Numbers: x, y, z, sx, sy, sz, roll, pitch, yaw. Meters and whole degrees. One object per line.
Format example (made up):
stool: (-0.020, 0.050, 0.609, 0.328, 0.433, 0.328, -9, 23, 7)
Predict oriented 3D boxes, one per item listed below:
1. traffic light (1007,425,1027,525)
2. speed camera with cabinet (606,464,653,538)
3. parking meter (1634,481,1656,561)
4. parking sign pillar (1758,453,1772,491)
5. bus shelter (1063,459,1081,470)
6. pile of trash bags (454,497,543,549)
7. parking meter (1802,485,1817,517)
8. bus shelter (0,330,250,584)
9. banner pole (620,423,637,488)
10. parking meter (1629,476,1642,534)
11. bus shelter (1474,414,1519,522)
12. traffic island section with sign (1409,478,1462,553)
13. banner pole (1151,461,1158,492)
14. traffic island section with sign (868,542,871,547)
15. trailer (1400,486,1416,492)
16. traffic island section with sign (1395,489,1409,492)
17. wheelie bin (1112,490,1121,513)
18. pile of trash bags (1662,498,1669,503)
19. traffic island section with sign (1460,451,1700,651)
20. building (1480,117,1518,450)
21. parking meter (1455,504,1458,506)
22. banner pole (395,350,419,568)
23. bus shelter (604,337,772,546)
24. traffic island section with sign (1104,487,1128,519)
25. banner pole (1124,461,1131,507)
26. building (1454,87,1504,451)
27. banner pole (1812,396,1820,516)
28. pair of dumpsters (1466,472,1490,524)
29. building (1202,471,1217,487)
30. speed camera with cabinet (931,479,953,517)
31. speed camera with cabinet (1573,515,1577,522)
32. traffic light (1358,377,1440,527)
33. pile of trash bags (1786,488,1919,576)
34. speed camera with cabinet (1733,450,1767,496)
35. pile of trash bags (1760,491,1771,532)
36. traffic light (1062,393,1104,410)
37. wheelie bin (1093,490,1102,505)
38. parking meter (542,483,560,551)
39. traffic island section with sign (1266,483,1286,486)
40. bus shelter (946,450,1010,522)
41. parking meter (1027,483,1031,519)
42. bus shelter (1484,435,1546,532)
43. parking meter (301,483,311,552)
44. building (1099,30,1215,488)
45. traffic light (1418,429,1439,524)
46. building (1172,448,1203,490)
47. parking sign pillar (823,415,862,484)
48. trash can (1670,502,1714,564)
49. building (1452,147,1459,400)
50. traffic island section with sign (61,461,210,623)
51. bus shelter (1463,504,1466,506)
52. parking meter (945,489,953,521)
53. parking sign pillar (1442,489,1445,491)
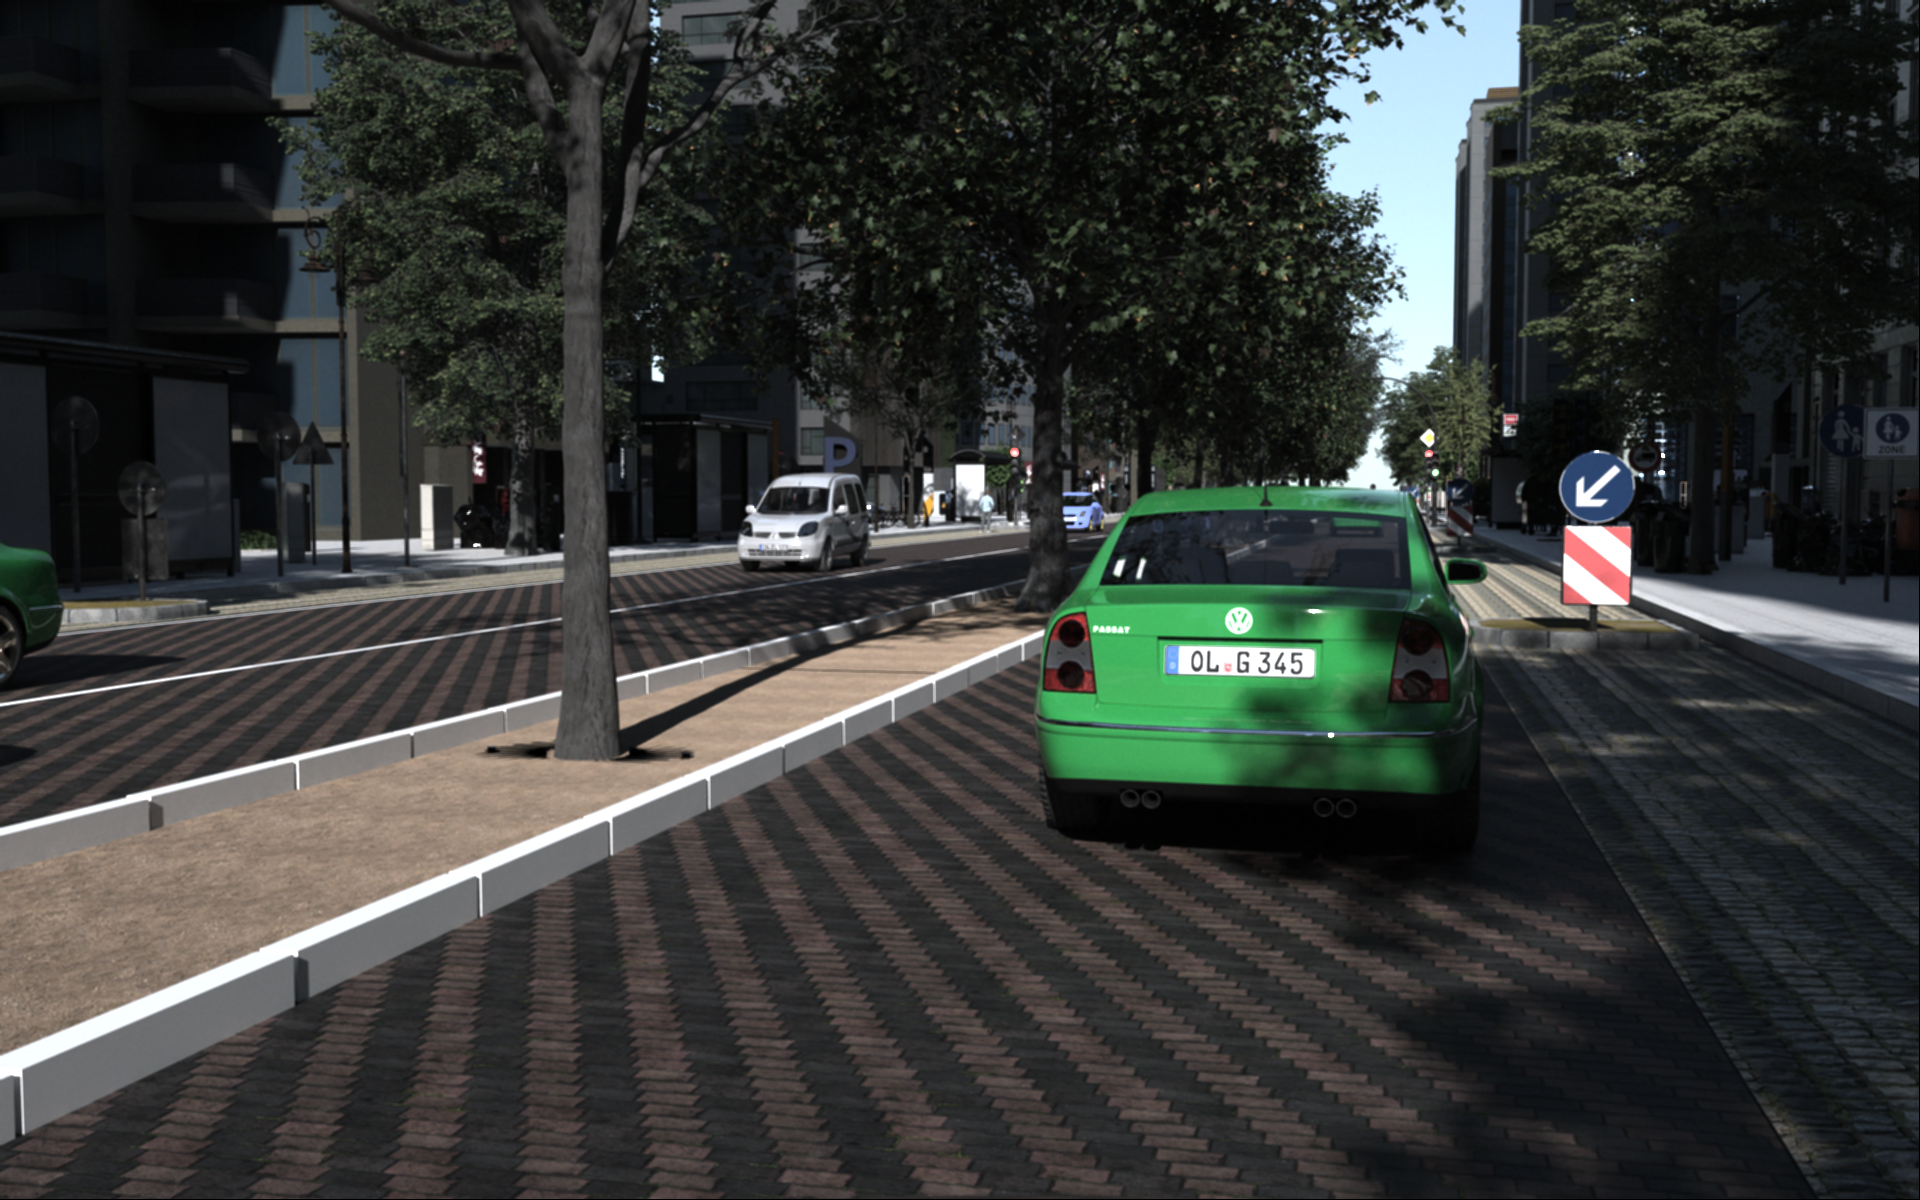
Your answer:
traffic light: (2.304, -5.002, 70.703, 0.839, 4.253, 0.868, 1, 4, 13)
speed camera with cabinet: (-9.956, -3.431, 50.427, 2.038, 3.252, 0.660, -2, 4, -33)
parking meter: (13.212, -1.529, 33.416, 0.372, 1.533, 0.369, 0, 3, 0)
parking sign pillar: (51.241, -7.423, 109.840, 1.447, 3.967, 1.447, -1, 4, -12)
bus shelter: (5.369, -6.335, 97.505, 2.014, 3.302, 5.546, 1, 4, 14)
pile of trash bags: (-11.484, -1.948, 41.601, 3.447, 1.369, 1.912, 2, 4, 25)
parking meter: (23.998, -2.479, 48.945, 0.372, 1.533, 0.369, 0, 3, 0)
bus shelter: (-13.061, -2.765, 22.846, 2.179, 5.291, 8.768, 1, 4, 13)
banner pole: (-10.751, -4.050, 56.235, 0.863, 3.779, 0.401, -2, 4, -29)
parking meter: (21.928, -3.091, 56.254, 0.255, 1.863, 0.399, 2, 4, 35)
bus shelter: (26.201, -6.524, 84.306, 2.179, 5.291, 8.768, 1, 4, 14)
traffic island section with sign: (12.275, -2.105, 43.041, 1.989, 1.847, 2.006, 1, 4, 13)
banner pole: (14.603, -8.563, 130.014, 0.401, 3.779, 0.863, -3, 5, -45)
traffic island section with sign: (-3.493, -2.336, 46.826, 1.989, 1.847, 2.006, 1, 4, 13)
trailer: (30.677, -6.836, 118.814, 1.471, 1.999, 3.904, 1, 4, 13)
traffic island section with sign: (25.123, -5.377, 96.536, 1.989, 1.847, 2.006, 1, 4, 13)
wheelie bin: (10.797, -6.818, 119.379, 0.693, 1.594, 0.980, 0, 4, -5)
pile of trash bags: (35.079, -4.796, 88.173, 1.912, 1.369, 3.447, 2, 4, 26)
traffic island section with sign: (5.972, -0.501, 16.826, 1.989, 1.847, 2.006, 1, 4, 13)
building: (68.763, -33.790, 202.577, 14.600, 45.320, 14.200, 1, 4, 13)
parking meter: (29.866, -6.002, 103.846, 0.399, 1.863, 0.255, -2, 4, -27)
banner pole: (-9.632, -2.443, 29.960, 0.401, 3.779, 0.863, -1, 4, -10)
bus shelter: (-7.400, -4.222, 46.656, 2.179, 5.291, 8.768, 1, 4, 13)
traffic island section with sign: (9.411, -5.622, 100.553, 1.989, 1.847, 2.006, 1, 4, 13)
banner pole: (12.726, -8.638, 131.245, 0.401, 3.779, 0.863, -3, 5, -44)
building: (85.419, -43.676, 256.107, 21.231, 58.520, 28.212, 1, 4, 13)
banner pole: (21.818, -3.315, 44.213, 0.401, 3.779, 0.863, 2, 4, 27)
pair of dumpsters: (23.199, -4.549, 76.877, 1.574, 2.255, 4.437, 1, 4, 14)
building: (31.495, -27.482, 294.371, 27.650, 21.520, 28.899, 1, 4, 13)
speed camera with cabinet: (-0.612, -6.225, 96.107, 2.038, 3.252, 0.660, -3, 4, -38)
speed camera with cabinet: (32.189, -5.755, 88.422, 2.038, 3.252, 0.660, 0, 4, -2)
traffic light: (16.260, -5.662, 67.234, 4.771, 5.953, 1.251, 1, 4, 13)
pile of trash bags: (14.462, -1.071, 27.267, 1.912, 1.369, 3.447, 1, 4, 9)
speed camera with cabinet: (35.184, -5.079, 77.382, 0.660, 3.252, 2.038, -1, 4, -15)
pile of trash bags: (26.811, -2.999, 58.791, 1.912, 1.369, 3.447, 0, 4, 1)
traffic light: (6.225, -6.321, 78.013, 4.771, 5.953, 1.251, 1, 4, 13)
wheelie bin: (9.449, -6.831, 119.598, 0.693, 1.594, 0.980, 1, 4, 15)
parking meter: (-9.202, -1.871, 38.995, 0.372, 1.533, 0.369, 0, 3, 0)
traffic island section with sign: (14.074, -4.143, 75.879, 2.006, 1.907, 1.989, 1, 4, 13)
bus shelter: (1.014, -5.355, 81.485, 2.014, 3.302, 5.546, 1, 4, 14)
parking meter: (3.648, -5.165, 90.162, 0.255, 1.863, 0.399, 0, 4, -5)
bus shelter: (19.560, -4.086, 60.724, 2.014, 3.302, 5.546, 1, 4, 14)
parking meter: (-14.587, -1.832, 38.369, 0.372, 1.533, 0.369, 0, 3, 0)
building: (29.012, -50.752, 268.041, 20.563, 71.187, 20.611, 1, 4, 13)
traffic light: (20.181, -5.243, 74.651, 0.839, 4.253, 0.868, 1, 4, 13)
building: (27.688, -29.363, 251.782, 14.160, 30.474, 14.107, 1, 4, 13)
parking sign pillar: (-4.004, -4.317, 59.048, 1.447, 3.967, 1.447, 0, 4, 3)
trash can: (13.547, -1.250, 32.089, 0.748, 1.137, 0.748, 0, 3, 0)
building: (91.660, -45.356, 283.571, 21.231, 58.520, 28.212, 1, 4, 13)
traffic island section with sign: (-9.919, -0.703, 20.115, 1.989, 1.847, 2.006, 1, 4, 13)
bus shelter: (35.117, -8.009, 122.225, 1.731, 3.624, 6.357, 1, 4, 13)
parking meter: (-0.497, -4.451, 81.177, 0.372, 1.533, 0.369, 0, 3, 0)
parking sign pillar: (40.858, -9.563, 144.828, 1.447, 3.967, 1.447, -3, 4, -37)
